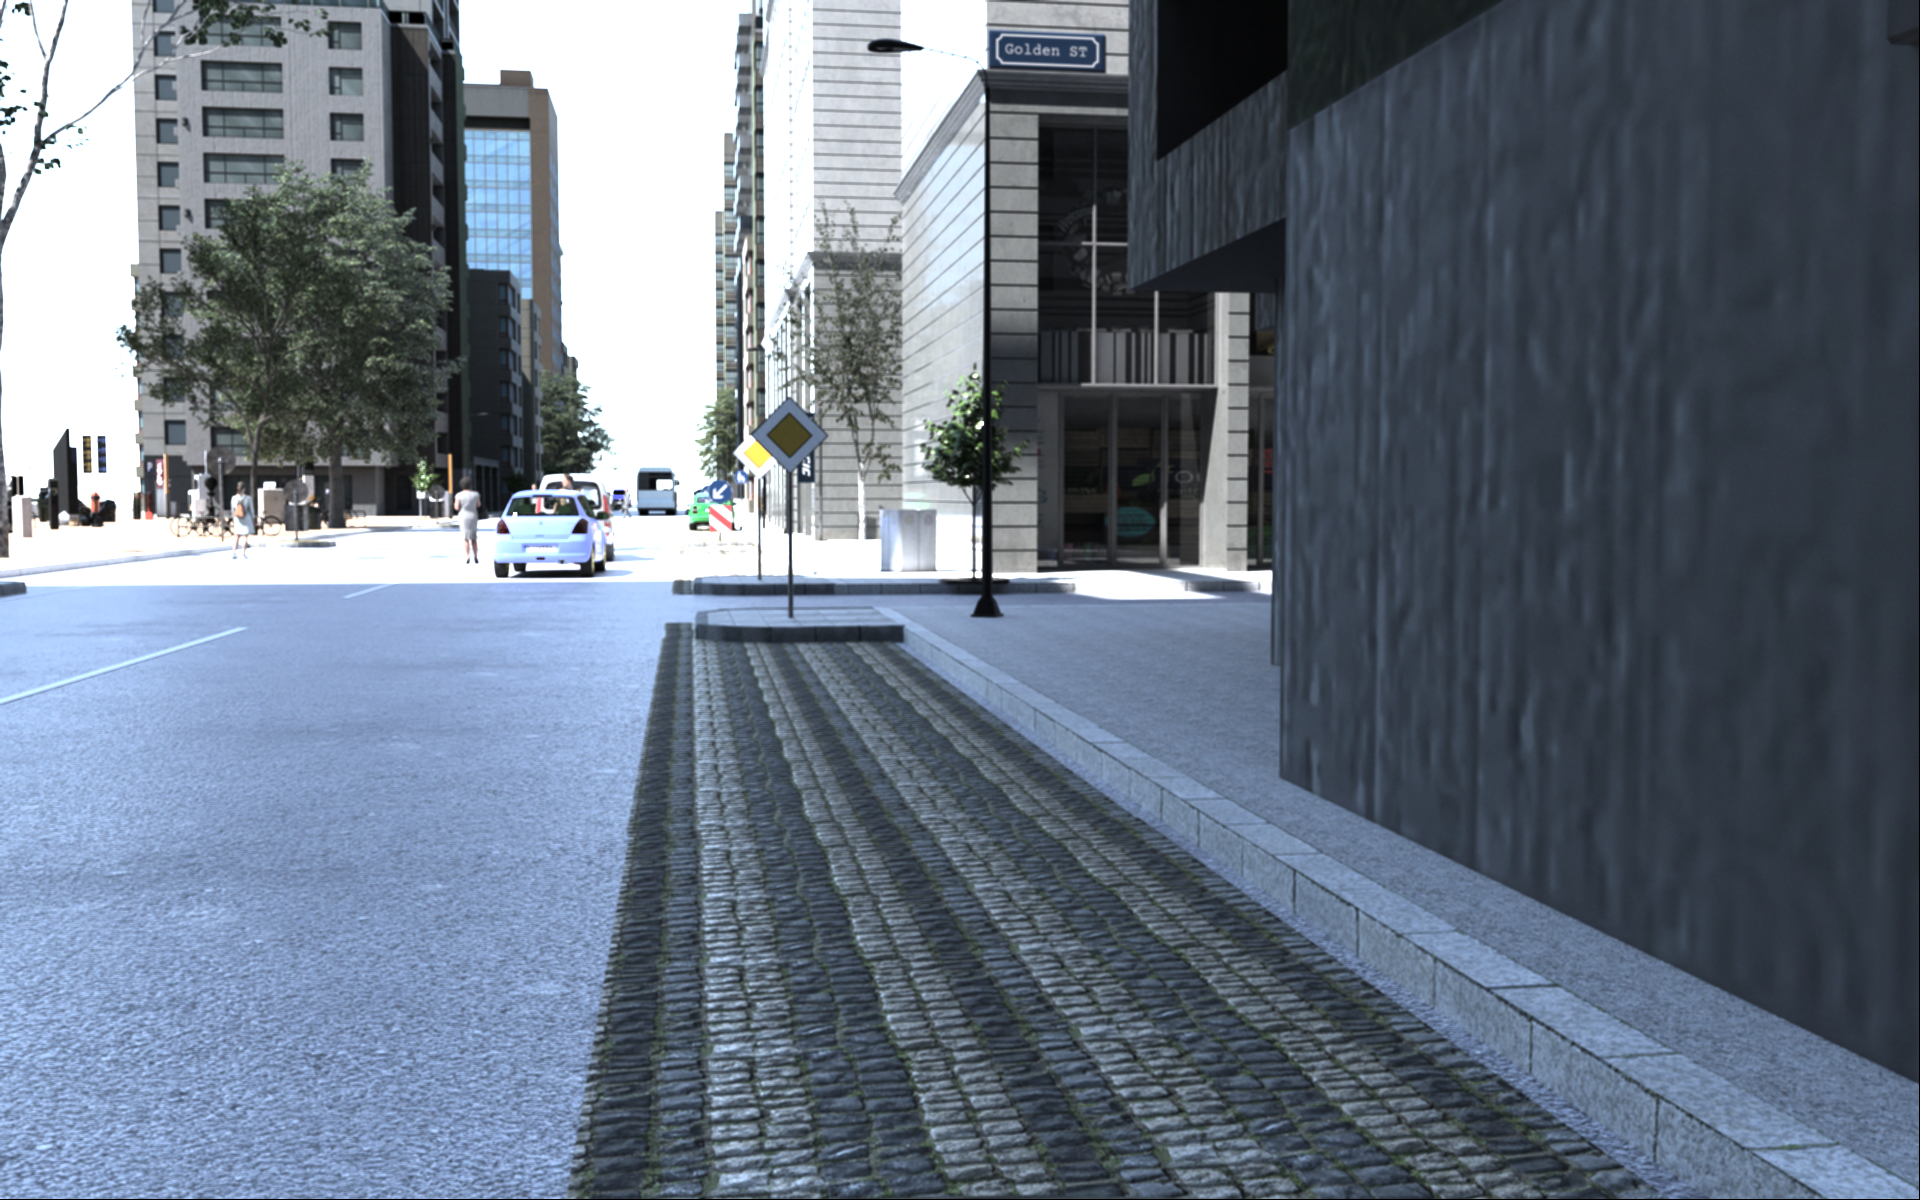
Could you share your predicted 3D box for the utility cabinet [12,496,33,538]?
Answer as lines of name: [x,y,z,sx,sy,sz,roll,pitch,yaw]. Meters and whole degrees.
utility cabinet: [-27.451,-2.417,50.686,0.306,1.237,1.020,-3,5,-42]

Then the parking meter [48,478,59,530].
parking meter: [-32.605,-3.462,62.308,0.255,1.863,0.399,-3,4,-37]

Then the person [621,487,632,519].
person: [-19.142,-5.546,99.279,0.767,1.812,0.694,-2,4,-33]

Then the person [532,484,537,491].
person: [-15.499,-3.340,63.201,0.635,1.810,0.391,2,4,32]

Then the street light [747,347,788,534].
street light: [-6.044,-5.041,54.963,1.470,5.913,1.316,-1,4,-9]

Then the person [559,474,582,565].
person: [-7.994,-1.642,35.251,0.656,1.842,0.836,-2,4,-32]

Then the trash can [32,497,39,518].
trash can: [-49.386,-4.943,92.467,0.748,1.137,0.748,0,3,0]

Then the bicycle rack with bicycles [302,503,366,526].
bicycle rack with bicycles: [-25.281,-3.410,69.136,2.852,0.926,2.925,2,4,24]

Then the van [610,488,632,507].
van: [-36.188,-11.061,185.225,2.240,2.365,5.245,0,4,-7]

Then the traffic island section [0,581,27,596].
traffic island section: [-14.430,-0.114,24.147,2.009,0.180,2.903,-1,4,-9]

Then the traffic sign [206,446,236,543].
traffic sign: [-19.534,-2.795,45.808,0.768,2.556,0.104,0,4,-4]

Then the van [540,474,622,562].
van: [-8.433,-1.895,37.992,2.013,2.044,4.112,-1,4,-11]

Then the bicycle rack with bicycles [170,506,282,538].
bicycle rack with bicycles: [-22.036,-2.326,51.415,2.925,0.926,2.852,0,4,1]

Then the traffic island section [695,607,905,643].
traffic island section: [-1.741,0.259,18.039,2.009,0.180,2.903,-1,4,-9]

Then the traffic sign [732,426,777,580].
traffic sign: [-2.999,-1.358,25.848,0.795,2.450,0.064,-1,4,-9]

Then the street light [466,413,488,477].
street light: [-27.791,-7.768,99.553,1.470,5.913,1.316,-1,4,-9]

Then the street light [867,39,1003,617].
street light: [-0.252,-2.776,17.928,1.470,5.913,1.316,-1,4,-9]

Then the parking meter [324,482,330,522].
parking meter: [-28.590,-4.454,78.528,0.399,1.863,0.255,1,4,22]

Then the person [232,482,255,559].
person: [-15.792,-1.749,38.105,0.512,1.701,0.522,-1,4,-9]

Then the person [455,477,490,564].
person: [-10.018,-1.631,35.520,0.716,1.782,0.532,-2,4,-30]

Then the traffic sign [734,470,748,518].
traffic sign: [-11.498,-5.565,91.088,0.768,2.556,0.104,0,4,-1]

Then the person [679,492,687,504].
person: [-38.265,-14.076,239.353,1.217,1.735,0.721,0,4,8]

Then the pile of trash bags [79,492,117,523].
pile of trash bags: [-39.172,-4.191,78.279,1.912,1.369,3.447,-2,4,-31]

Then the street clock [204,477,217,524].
street clock: [-32.515,-4.321,75.220,0.358,2.002,0.471,2,4,35]

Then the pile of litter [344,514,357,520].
pile of litter: [-30.500,-4.354,85.160,1.719,0.858,1.176,-1,4,-22]

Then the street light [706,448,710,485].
street light: [-24.942,-12.385,175.030,1.470,5.913,1.316,-1,4,-9]

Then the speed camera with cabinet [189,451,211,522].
speed camera with cabinet: [-35.082,-5.232,79.880,0.660,3.252,2.038,-2,4,-35]

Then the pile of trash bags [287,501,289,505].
pile of trash bags: [-36.963,-5.151,93.964,1.912,1.369,3.447,-3,4,-38]

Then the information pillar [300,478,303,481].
information pillar: [-30.731,-4.691,81.183,0.304,2.012,0.304,-1,4,-13]

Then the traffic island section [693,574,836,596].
traffic island section: [-2.977,-0.223,25.929,2.009,0.180,2.903,-1,4,-9]

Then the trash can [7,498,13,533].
trash can: [-31.119,-2.751,56.626,0.748,1.137,0.748,0,3,0]

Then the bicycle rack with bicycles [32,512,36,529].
bicycle rack with bicycles: [-35.186,-3.077,63.693,2.852,0.926,2.925,1,4,9]

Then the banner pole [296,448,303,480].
banner pole: [-33.764,-6.029,88.591,0.401,3.779,0.863,0,4,7]

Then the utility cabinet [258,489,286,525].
utility cabinet: [-28.647,-3.883,72.165,0.318,1.500,1.173,2,4,27]

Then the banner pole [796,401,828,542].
banner pole: [-3.996,-3.472,46.784,0.863,3.779,0.401,0,4,-4]

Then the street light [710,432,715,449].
street light: [-17.758,-9.597,129.451,1.470,5.913,1.316,-1,4,-9]

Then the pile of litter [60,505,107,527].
pile of litter: [-34.744,-3.341,68.587,1.719,0.858,1.176,-2,4,-26]

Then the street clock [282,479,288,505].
street clock: [-32.852,-4.880,84.365,0.358,2.002,0.471,-1,4,-10]

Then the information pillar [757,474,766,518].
information pillar: [-10.447,-6.107,91.207,0.504,3.616,0.183,0,4,4]

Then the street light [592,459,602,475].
street light: [-47.677,-15.590,227.429,1.470,5.913,1.316,-1,4,-9]

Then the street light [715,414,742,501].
street light: [-13.238,-7.812,100.274,1.470,5.913,1.316,-1,4,-9]

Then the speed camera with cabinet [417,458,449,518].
speed camera with cabinet: [-28.597,-6.097,94.018,2.038,3.252,0.660,2,4,34]

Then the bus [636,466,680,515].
bus: [-21.183,-7.745,121.489,2.948,3.499,13.247,-1,4,-8]

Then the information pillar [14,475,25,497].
information pillar: [-36.749,-3.861,67.617,0.304,2.012,0.304,1,4,18]

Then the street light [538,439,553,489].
street light: [-34.787,-10.568,145.328,1.470,5.913,1.316,-1,4,-9]

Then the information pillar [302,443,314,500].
information pillar: [-28.746,-5.201,76.397,0.183,3.616,0.504,3,5,40]

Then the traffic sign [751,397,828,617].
traffic sign: [-1.764,-0.876,17.959,0.795,2.450,0.064,-1,4,-9]

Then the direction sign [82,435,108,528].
direction sign: [-33.158,-4.552,66.420,0.876,3.537,0.379,-1,4,-10]
